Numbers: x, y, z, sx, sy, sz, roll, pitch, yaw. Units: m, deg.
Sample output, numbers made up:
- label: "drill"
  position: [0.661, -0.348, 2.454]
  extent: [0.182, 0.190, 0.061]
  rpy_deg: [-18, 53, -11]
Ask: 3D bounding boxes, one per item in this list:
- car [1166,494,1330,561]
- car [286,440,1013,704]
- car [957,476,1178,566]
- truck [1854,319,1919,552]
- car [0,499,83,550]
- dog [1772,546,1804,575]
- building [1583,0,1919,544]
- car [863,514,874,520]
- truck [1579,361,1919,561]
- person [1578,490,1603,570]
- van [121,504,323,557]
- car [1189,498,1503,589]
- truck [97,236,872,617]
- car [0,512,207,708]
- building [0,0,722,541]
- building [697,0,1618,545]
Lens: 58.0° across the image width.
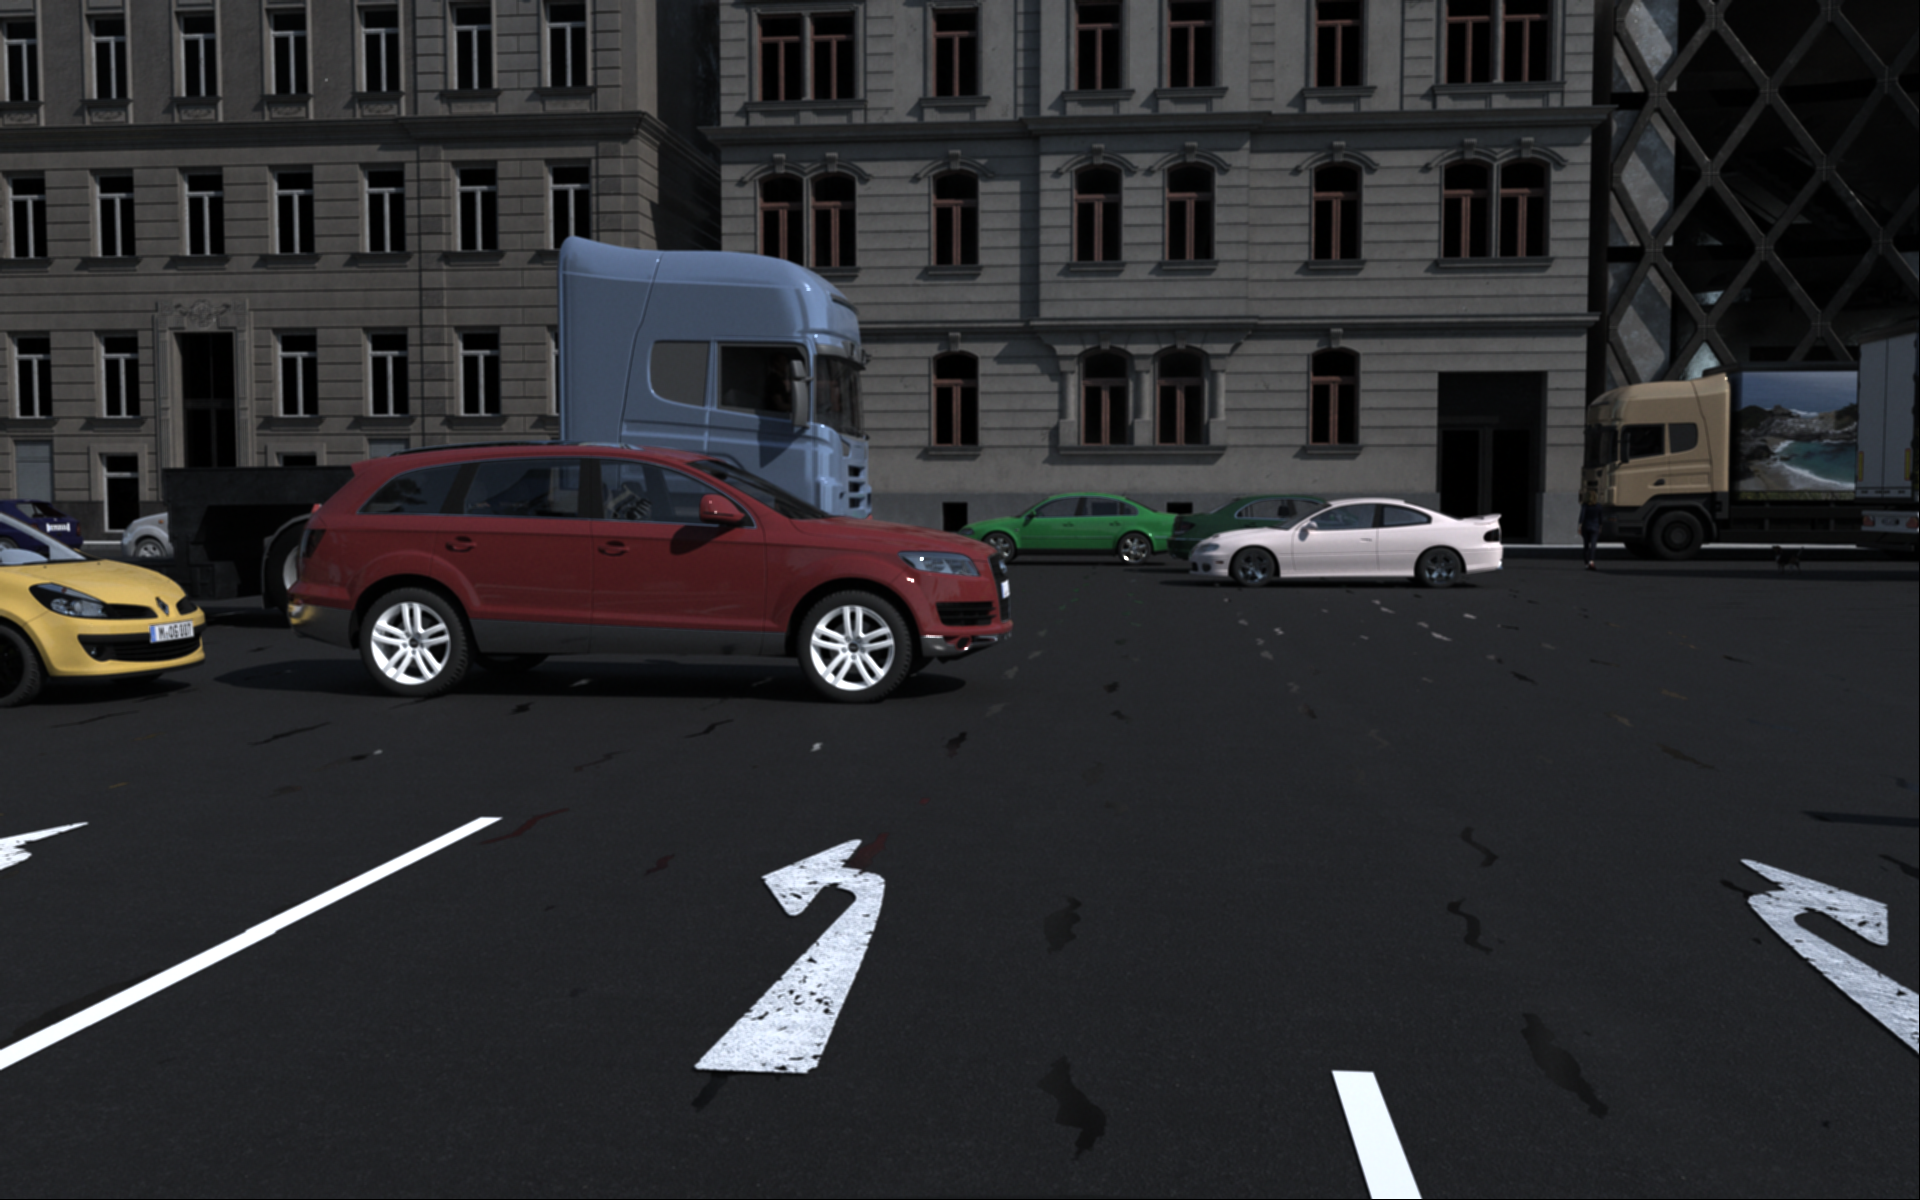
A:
- label: "car"
  position: [6.250, -1.216, 31.677]
  extent: [4.920, 1.459, 2.131]
  rpy_deg: [0, 4, 6]
- label: "car"
  position: [-2.254, -0.260, 12.925]
  extent: [5.304, 1.827, 2.281]
  rpy_deg: [0, 4, 7]
- label: "car"
  position: [2.225, -1.631, 35.455]
  extent: [4.718, 1.807, 1.959]
  rpy_deg: [0, 4, 6]
- label: "truck"
  position: [20.940, -2.403, 28.211]
  extent: [11.283, 4.237, 2.839]
  rpy_deg: [0, 4, 7]
- label: "car"
  position: [-19.687, -1.340, 34.483]
  extent: [3.894, 1.354, 1.945]
  rpy_deg: [0, 4, 7]
- label: "dog"
  position: [14.782, -0.713, 30.943]
  extent: [0.540, 0.507, 0.406]
  rpy_deg: [2, 4, 30]
- label: "building"
  position: [25.567, -11.122, 49.299]
  extent: [16.811, 18.784, 16.820]
  rpy_deg: [0, 4, 6]
- label: "car"
  position: [-4.089, -1.812, 38.659]
  extent: [4.494, 1.783, 2.155]
  rpy_deg: [0, 4, 6]
- label: "truck"
  position: [18.804, -2.978, 37.611]
  extent: [11.283, 4.237, 2.839]
  rpy_deg: [0, 4, 6]
- label: "person"
  position: [11.899, -1.320, 32.628]
  extent: [0.480, 1.512, 0.613]
  rpy_deg: [0, 4, -1]
- label: "van"
  position: [-13.712, -1.579, 32.825]
  extent: [4.112, 2.044, 2.013]
  rpy_deg: [0, 4, 5]
- label: "car"
  position: [6.031, -0.910, 27.240]
  extent: [4.827, 1.381, 2.083]
  rpy_deg: [0, 4, 5]
- label: "truck"
  position: [-9.746, -1.827, 19.637]
  extent: [18.799, 4.110, 2.967]
  rpy_deg: [0, 4, 5]
- label: "car"
  position: [-7.534, -0.140, 12.512]
  extent: [3.980, 1.641, 2.015]
  rpy_deg: [0, 4, 7]
- label: "building"
  position: [-19.752, -15.562, 51.708]
  extent: [25.104, 27.353, 12.463]
  rpy_deg: [0, 4, 6]
- label: "building"
  position: [5.366, -16.059, 49.947]
  extent: [23.554, 28.519, 14.401]
  rpy_deg: [0, 4, 6]
